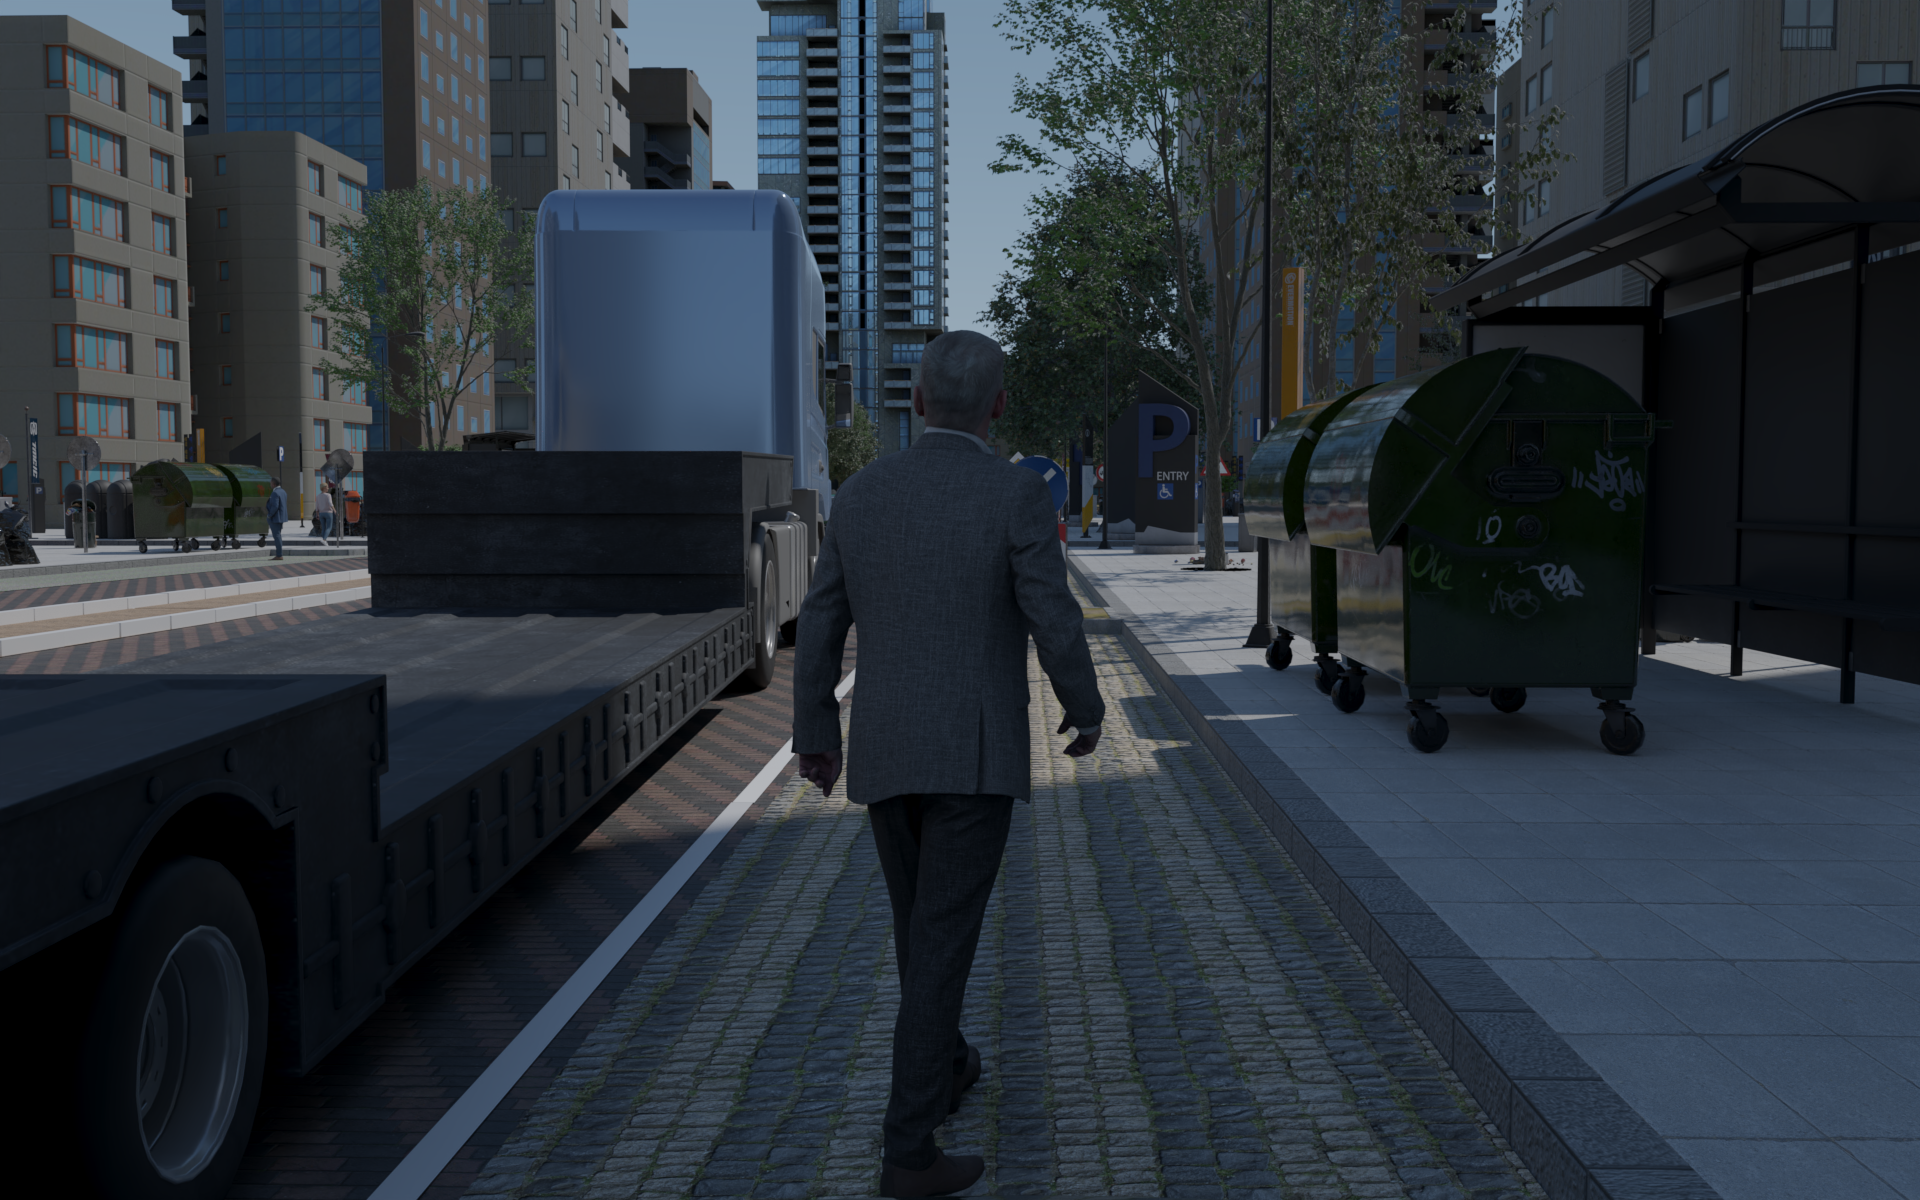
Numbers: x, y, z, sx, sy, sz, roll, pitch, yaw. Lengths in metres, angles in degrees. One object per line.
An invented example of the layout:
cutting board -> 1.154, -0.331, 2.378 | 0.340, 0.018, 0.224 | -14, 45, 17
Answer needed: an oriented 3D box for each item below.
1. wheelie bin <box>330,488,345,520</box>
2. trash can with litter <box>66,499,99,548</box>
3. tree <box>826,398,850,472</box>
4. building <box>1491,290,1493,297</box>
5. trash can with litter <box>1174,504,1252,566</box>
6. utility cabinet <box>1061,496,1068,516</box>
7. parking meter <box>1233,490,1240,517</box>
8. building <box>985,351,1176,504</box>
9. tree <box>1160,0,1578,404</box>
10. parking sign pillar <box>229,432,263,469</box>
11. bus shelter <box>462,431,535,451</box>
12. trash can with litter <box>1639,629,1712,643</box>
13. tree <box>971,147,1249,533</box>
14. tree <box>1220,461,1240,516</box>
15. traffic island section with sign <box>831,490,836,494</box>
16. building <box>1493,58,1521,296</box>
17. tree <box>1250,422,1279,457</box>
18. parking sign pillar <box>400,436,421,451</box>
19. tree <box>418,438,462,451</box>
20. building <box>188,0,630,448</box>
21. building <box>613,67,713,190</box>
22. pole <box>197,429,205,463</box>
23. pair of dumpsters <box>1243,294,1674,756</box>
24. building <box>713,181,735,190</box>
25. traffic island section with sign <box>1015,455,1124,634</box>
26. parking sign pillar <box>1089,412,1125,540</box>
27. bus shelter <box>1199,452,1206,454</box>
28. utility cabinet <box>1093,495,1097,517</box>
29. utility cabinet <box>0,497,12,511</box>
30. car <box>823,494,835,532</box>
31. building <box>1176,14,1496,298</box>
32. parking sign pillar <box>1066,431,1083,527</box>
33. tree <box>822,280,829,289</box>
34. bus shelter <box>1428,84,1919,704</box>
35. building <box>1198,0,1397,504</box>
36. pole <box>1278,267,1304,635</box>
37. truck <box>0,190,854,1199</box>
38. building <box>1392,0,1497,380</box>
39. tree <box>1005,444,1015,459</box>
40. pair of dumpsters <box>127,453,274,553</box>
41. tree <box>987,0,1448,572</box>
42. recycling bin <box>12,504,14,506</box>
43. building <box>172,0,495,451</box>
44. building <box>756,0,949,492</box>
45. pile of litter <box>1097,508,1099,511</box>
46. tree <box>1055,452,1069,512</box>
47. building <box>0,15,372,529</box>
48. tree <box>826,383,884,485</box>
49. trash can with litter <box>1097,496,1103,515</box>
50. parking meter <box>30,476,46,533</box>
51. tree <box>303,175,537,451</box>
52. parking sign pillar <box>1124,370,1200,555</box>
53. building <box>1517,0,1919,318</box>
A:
wheelie bin -> -30.359, -4.690, 84.593 | 0.693, 1.594, 0.980 | 3, 4, 38
trash can with litter -> -20.868, -1.824, 41.210 | 0.624, 1.170, 1.055 | -1, 4, -21
tree -> -13.562, -13.525, 155.545 | 8.767, 10.594, 7.601 | 1, 4, 11
building -> 65.015, -27.822, 226.585 | 14.107, 30.474, 14.160 | 0, 4, 2
trash can with litter -> 4.835, -1.292, 32.181 | 1.678, 1.210, 2.233 | 1, 4, 17
utility cabinet -> 6.390, -5.616, 102.991 | 1.020, 1.237, 0.306 | 1, 4, 16
parking meter -> 15.536, -5.443, 97.404 | 0.372, 1.533, 0.369 | 0, 3, 0
building -> 16.033, -23.836, 234.751 | 28.899, 21.520, 27.650 | 0, 4, 2
tree -> 4.198, -4.173, 18.587 | 4.360, 8.622, 3.978 | 0, 3, 0
parking sign pillar -> -30.739, -5.268, 74.597 | 1.447, 3.967, 1.447 | -1, 4, -19
bus shelter -> -17.562, -4.653, 67.367 | 1.731, 3.624, 6.357 | 0, 4, 2
trash can with litter -> 6.369, -0.231, 15.162 | 1.055, 1.170, 0.624 | 0, 4, -1
tree -> 4.936, -8.591, 57.475 | 9.611, 12.733, 9.660 | 0, 3, 0
tree -> 15.234, -6.476, 100.480 | 1.663, 3.219, 1.824 | 0, 3, 0
traffic island section with sign -> -11.064, -8.704, 150.939 | 1.989, 1.847, 2.006 | 0, 4, 2
building -> 66.700, -33.578, 172.698 | 21.600, 48.544, 21.300 | 0, 4, 2
tree -> 13.617, -5.389, 71.822 | 4.285, 4.588, 4.351 | 0, 3, 0
parking sign pillar -> -25.553, -5.681, 81.357 | 1.447, 3.967, 1.447 | -3, 5, -43
tree -> -28.934, -6.910, 96.693 | 4.285, 4.588, 4.351 | 0, 3, 0
building -> -41.969, -33.570, 138.107 | 28.713, 52.752, 27.495 | 0, 4, 2
building -> -33.835, -32.394, 179.749 | 14.200, 45.320, 14.600 | 0, 4, 2
pole -> -23.729, -3.691, 54.189 | 0.158, 3.312, 0.155 | 0, 3, 0
pair of dumpsters -> 2.792, -0.490, 10.506 | 1.574, 2.255, 4.437 | 0, 4, 2
building -> -44.580, -35.451, 234.255 | 28.867, 44.769, 22.147 | 0, 4, 2
traffic island section with sign -> 0.704, -0.607, 18.555 | 1.989, 1.847, 2.006 | 0, 4, 2
parking sign pillar -> 4.711, -3.672, 48.502 | 1.447, 3.967, 1.447 | -2, 4, -34
bus shelter -> 8.299, -4.519, 67.808 | 2.014, 3.302, 5.546 | 0, 4, 2
utility cabinet -> 7.328, -5.310, 97.983 | 0.306, 1.237, 1.020 | 3, 5, 41
utility cabinet -> -19.255, -1.430, 34.541 | 1.020, 1.237, 0.306 | 3, 5, 40
car -> -4.270, -3.232, 64.648 | 2.131, 1.459, 4.920 | 0, 4, 0
building -> 35.960, -35.546, 170.421 | 28.713, 52.752, 27.495 | 0, 4, 2
parking sign pillar -> 4.727, -4.867, 68.044 | 1.447, 3.967, 1.447 | 2, 4, 26
tree -> -16.076, -16.506, 125.768 | 12.611, 20.169, 13.585 | 0, 3, 0
bus shelter -> 4.724, -1.066, 11.345 | 2.014, 3.302, 5.546 | 0, 4, 2
building -> 28.349, -30.563, 149.819 | 14.600, 45.320, 14.200 | 0, 4, 2
pole -> 3.013, -1.340, 15.746 | 0.158, 3.312, 0.155 | 0, 3, 0
truck -> -2.604, -1.213, 9.587 | 2.967, 4.110, 18.799 | 0, 4, 0
building -> 26.509, -28.456, 115.368 | 14.600, 45.320, 14.200 | 0, 4, 2
tree -> 9.475, -17.995, 200.868 | 9.857, 13.997, 8.962 | 0, 3, 0
pair of dumpsters -> -17.184, -2.256, 39.387 | 1.574, 2.255, 4.437 | 0, 4, 2
tree -> 4.290, -6.304, 28.829 | 9.928, 11.665, 9.643 | 0, 3, 0
recycling bin -> -23.389, -1.800, 41.991 | 0.722, 1.027, 0.722 | -1, 4, -17
building -> -37.757, -27.895, 106.197 | 14.600, 45.320, 14.200 | 0, 4, 2
building -> -14.538, -56.176, 231.142 | 31.000, 86.520, 22.319 | 0, 4, 2
pile of litter -> 9.966, -6.599, 121.861 | 1.719, 0.858, 1.176 | -1, 4, -11
tree -> 5.656, -8.725, 93.016 | 4.737, 8.622, 4.395 | 0, 3, 0
building -> -45.501, -14.227, 77.657 | 27.650, 21.520, 28.899 | 0, 4, 2
tree -> -13.384, -15.369, 168.287 | 9.611, 12.733, 9.660 | 0, 3, 0
trash can with litter -> 8.591, -5.767, 105.671 | 0.624, 1.170, 1.055 | -1, 4, -16
parking meter -> -30.118, -3.113, 56.604 | 0.255, 1.863, 0.399 | 3, 5, 44
tree -> -16.792, -7.937, 55.532 | 9.928, 11.665, 9.643 | 0, 3, 0
parking sign pillar -> 4.459, -2.987, 37.311 | 1.447, 3.967, 1.447 | 1, 4, 17
building -> 40.894, -29.626, 73.623 | 27.495, 52.752, 28.713 | 0, 4, 2
